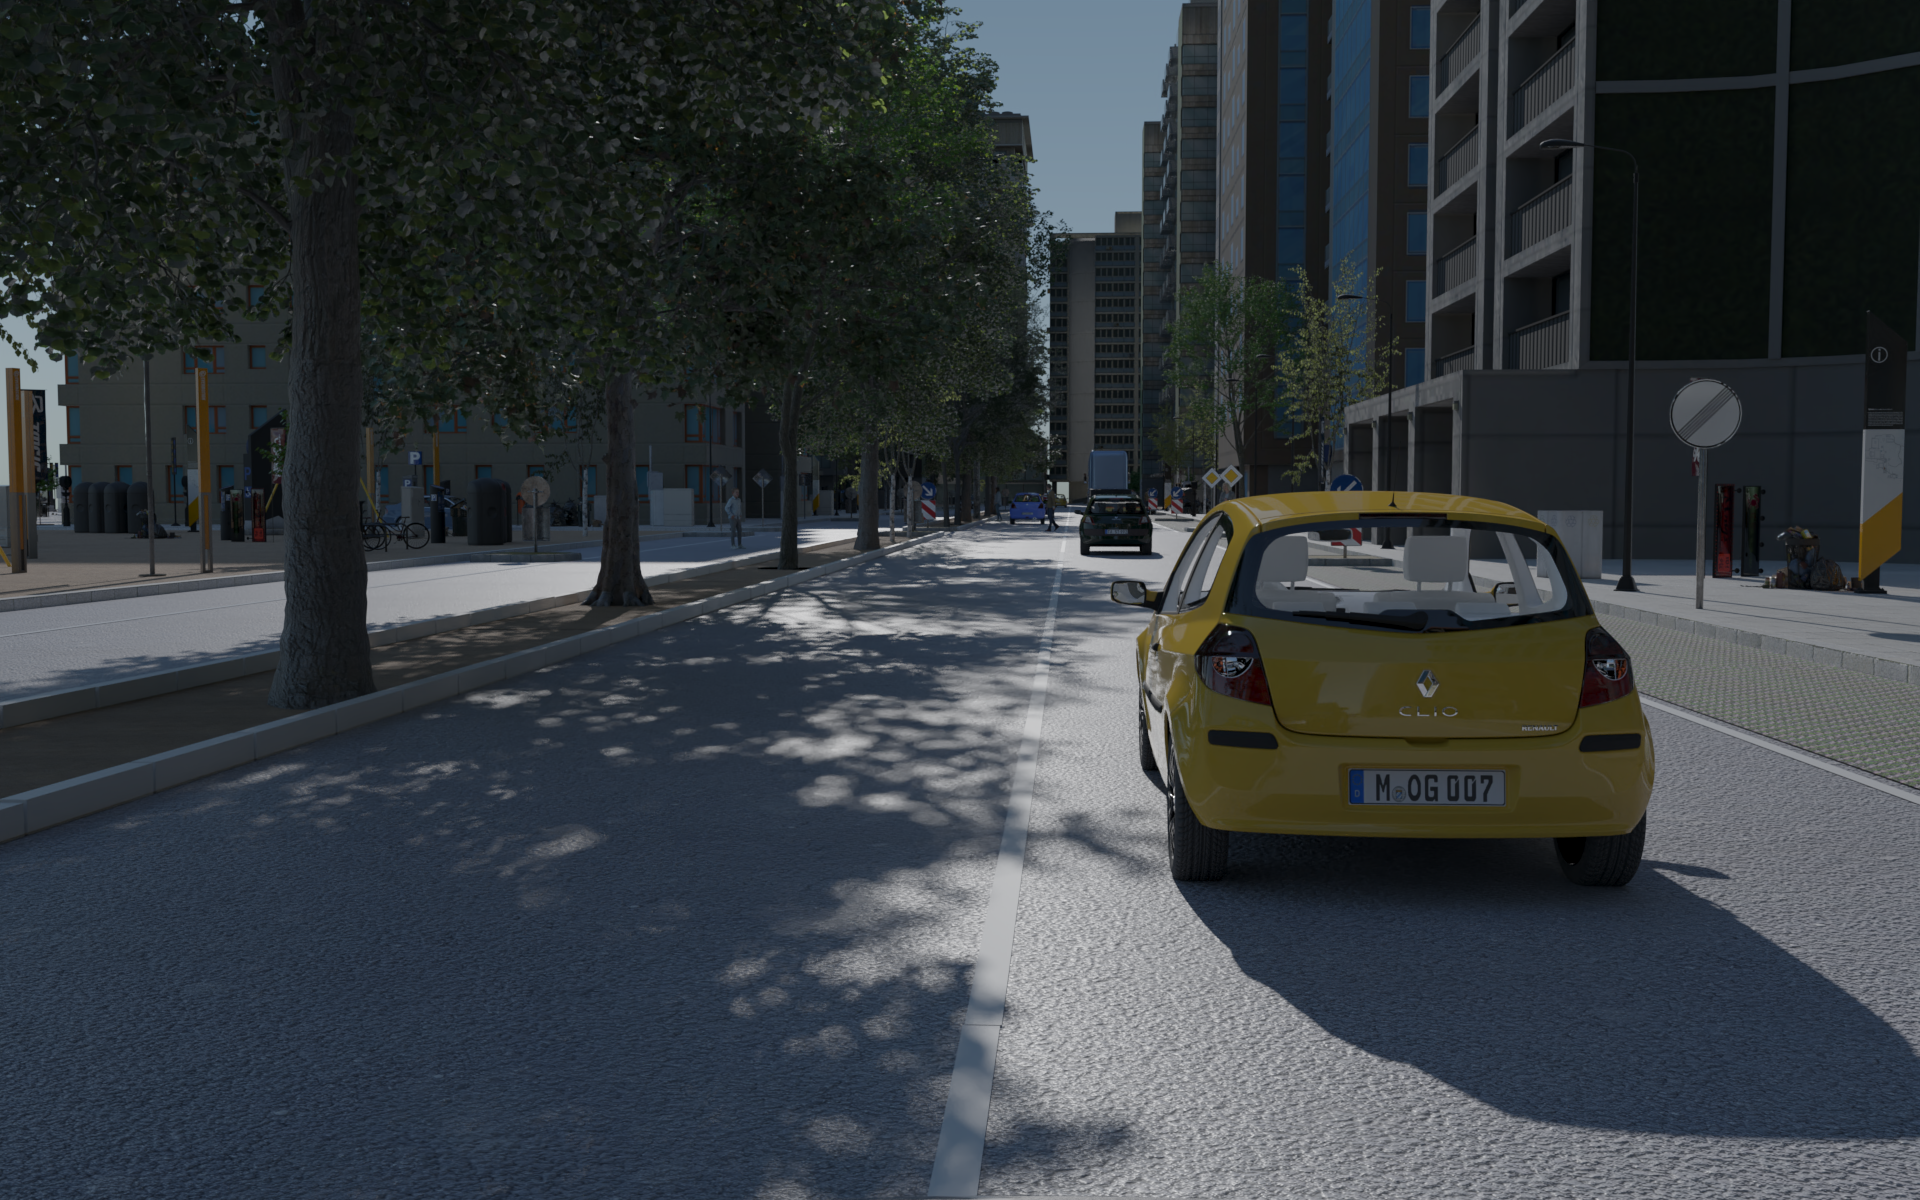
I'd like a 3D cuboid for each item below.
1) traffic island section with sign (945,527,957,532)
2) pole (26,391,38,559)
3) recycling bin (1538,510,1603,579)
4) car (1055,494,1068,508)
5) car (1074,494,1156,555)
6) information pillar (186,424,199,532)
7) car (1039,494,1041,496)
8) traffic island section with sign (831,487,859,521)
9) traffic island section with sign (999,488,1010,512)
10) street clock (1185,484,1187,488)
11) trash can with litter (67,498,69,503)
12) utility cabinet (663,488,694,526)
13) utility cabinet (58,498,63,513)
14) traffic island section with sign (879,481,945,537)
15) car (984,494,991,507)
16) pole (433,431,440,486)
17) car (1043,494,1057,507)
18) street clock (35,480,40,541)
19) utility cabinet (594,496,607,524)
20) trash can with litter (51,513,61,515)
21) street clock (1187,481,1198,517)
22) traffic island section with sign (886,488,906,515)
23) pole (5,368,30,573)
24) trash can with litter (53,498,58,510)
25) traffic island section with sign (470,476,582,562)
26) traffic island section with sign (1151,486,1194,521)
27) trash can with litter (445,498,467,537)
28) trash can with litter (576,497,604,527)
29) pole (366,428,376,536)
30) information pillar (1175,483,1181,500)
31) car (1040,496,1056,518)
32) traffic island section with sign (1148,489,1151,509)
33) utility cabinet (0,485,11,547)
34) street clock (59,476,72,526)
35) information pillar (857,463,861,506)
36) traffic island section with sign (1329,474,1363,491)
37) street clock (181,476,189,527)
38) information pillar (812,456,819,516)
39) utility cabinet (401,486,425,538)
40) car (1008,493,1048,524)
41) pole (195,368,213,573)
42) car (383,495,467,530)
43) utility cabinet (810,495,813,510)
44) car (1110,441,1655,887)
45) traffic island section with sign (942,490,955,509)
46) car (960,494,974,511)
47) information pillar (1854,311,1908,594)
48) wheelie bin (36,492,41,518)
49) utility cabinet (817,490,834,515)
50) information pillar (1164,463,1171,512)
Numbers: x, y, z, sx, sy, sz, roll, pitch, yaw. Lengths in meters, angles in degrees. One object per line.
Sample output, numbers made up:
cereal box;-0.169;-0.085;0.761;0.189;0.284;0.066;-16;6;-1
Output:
traffic island section with sign;-1.178;-3.559;66.322;2.006;1.907;1.989;0;4;4
pole;-18.409;-2.472;34.254;0.158;3.312;0.155;0;3;0
recycling bin;9.314;-0.851;26.467;0.722;1.027;0.722;-1;4;-10
car;10.442;-10.574;183.111;2.015;1.641;3.980;0;4;5
car;3.772;-1.972;42.036;2.009;1.686;4.222;0;4;4
information pillar;-25.705;-4.085;58.152;0.504;3.616;0.183;1;4;10
car;5.606;-7.473;132.413;2.015;1.641;3.980;0;4;2
traffic island section with sign;-5.739;-5.076;91.617;1.989;1.847;2.006;0;4;4
traffic island section with sign;3.677;-8.145;141.304;2.006;1.907;1.989;0;4;4
street clock;16.030;-7.168;121.773;0.358;2.002;0.471;3;5;44
trash can with litter;-48.811;-5.135;95.351;0.624;1.170;1.055;-1;4;-13
utility cabinet;-11.091;-3.649;68.347;1.173;1.500;0.318;1;4;12
utility cabinet;-62.371;-6.672;120.243;0.306;1.237;1.020;-3;5;-40
traffic island section with sign;-1.668;-3.107;58.931;2.006;1.907;1.989;0;4;4
car;3.610;-11.120;191.593;2.009;1.686;4.222;0;4;3
pole;-16.786;-3.774;55.552;0.158;3.312;0.155;0;3;0
car;9.723;-11.027;189.329;2.155;1.783;4.494;0;4;4
street clock;-25.033;-2.577;46.696;0.471;2.002;0.358;0;4;-6
utility cabinet;-14.556;-3.684;71.396;1.020;1.237;0.306;0;4;-7
trash can with litter;-54.654;-5.789;105.704;2.233;1.210;1.678;0;4;-7
street clock;13.277;-5.722;98.122;0.358;2.002;0.471;2;4;26
traffic island section with sign;-3.981;-6.729;118.654;1.989;1.847;2.006;0;4;4
pole;-15.299;-2.093;28.072;0.158;3.312;0.155;0;3;0
trash can with litter;-67.458;-7.199;129.083;1.055;1.170;0.624;-3;4;-37
traffic island section with sign;-9.262;-1.753;37.291;1.989;1.847;2.006;0;4;4
traffic island section with sign;11.240;-5.038;90.992;1.989;1.847;2.006;0;4;4
trash can with litter;-15.362;-2.505;52.346;1.055;1.170;0.624;0;4;-4
trash can with litter;-14.359;-3.419;67.284;1.055;1.170;0.624;1;4;9
pole;-18.148;-3.639;53.340;0.158;3.312;0.155;0;3;0
information pillar;14.688;-6.858;116.621;0.304;2.012;0.304;-2;4;-32
car;4.677;-5.463;101.892;1.945;1.354;3.894;0;4;5
traffic island section with sign;12.980;-6.683;117.891;1.989;1.847;2.006;0;4;4
utility cabinet;-23.107;-2.016;41.636;1.173;1.500;0.318;2;4;32
street clock;-35.388;-3.914;68.569;0.358;2.002;0.471;1;4;11
information pillar;-6.823;-7.814;119.114;0.504;3.616;0.183;-1;4;-10
traffic island section with sign;7.604;-1.621;35.128;1.989;1.847;2.006;0;4;4
street clock;-30.490;-3.903;68.377;0.358;2.002;0.471;0;4;6
information pillar;-8.507;-6.780;102.205;0.504;3.616;0.183;3;5;42
utility cabinet;-15.819;-2.535;50.132;0.318;1.500;1.173;0;4;0
car;3.252;-4.504;83.224;1.945;1.707;3.694;0;4;3
pole;-12.277;-2.097;28.131;0.158;3.312;0.155;0;3;0
car;-18.994;-3.186;64.091;4.499;1.417;2.014;0;4;3
utility cabinet;-11.667;-7.906;140.420;1.020;1.237;0.306;1;4;10
car;1.702;0.149;7.792;2.015;1.641;3.980;0;4;3
traffic island section with sign;-0.717;-9.802;168.895;1.989;1.847;2.006;0;4;4
car;0.674;-8.441;147.793;2.009;1.686;4.222;0;4;2
information pillar;11.828;-1.888;22.221;0.504;3.616;0.183;1;4;9
wheelie bin;-51.617;-5.422;96.551;0.980;1.594;0.693;0;4;-3
utility cabinet;-8.083;-5.778;103.157;1.173;1.500;0.318;2;4;28
information pillar;15.239;-8.299;127.036;0.504;3.616;0.183;0;4;3
